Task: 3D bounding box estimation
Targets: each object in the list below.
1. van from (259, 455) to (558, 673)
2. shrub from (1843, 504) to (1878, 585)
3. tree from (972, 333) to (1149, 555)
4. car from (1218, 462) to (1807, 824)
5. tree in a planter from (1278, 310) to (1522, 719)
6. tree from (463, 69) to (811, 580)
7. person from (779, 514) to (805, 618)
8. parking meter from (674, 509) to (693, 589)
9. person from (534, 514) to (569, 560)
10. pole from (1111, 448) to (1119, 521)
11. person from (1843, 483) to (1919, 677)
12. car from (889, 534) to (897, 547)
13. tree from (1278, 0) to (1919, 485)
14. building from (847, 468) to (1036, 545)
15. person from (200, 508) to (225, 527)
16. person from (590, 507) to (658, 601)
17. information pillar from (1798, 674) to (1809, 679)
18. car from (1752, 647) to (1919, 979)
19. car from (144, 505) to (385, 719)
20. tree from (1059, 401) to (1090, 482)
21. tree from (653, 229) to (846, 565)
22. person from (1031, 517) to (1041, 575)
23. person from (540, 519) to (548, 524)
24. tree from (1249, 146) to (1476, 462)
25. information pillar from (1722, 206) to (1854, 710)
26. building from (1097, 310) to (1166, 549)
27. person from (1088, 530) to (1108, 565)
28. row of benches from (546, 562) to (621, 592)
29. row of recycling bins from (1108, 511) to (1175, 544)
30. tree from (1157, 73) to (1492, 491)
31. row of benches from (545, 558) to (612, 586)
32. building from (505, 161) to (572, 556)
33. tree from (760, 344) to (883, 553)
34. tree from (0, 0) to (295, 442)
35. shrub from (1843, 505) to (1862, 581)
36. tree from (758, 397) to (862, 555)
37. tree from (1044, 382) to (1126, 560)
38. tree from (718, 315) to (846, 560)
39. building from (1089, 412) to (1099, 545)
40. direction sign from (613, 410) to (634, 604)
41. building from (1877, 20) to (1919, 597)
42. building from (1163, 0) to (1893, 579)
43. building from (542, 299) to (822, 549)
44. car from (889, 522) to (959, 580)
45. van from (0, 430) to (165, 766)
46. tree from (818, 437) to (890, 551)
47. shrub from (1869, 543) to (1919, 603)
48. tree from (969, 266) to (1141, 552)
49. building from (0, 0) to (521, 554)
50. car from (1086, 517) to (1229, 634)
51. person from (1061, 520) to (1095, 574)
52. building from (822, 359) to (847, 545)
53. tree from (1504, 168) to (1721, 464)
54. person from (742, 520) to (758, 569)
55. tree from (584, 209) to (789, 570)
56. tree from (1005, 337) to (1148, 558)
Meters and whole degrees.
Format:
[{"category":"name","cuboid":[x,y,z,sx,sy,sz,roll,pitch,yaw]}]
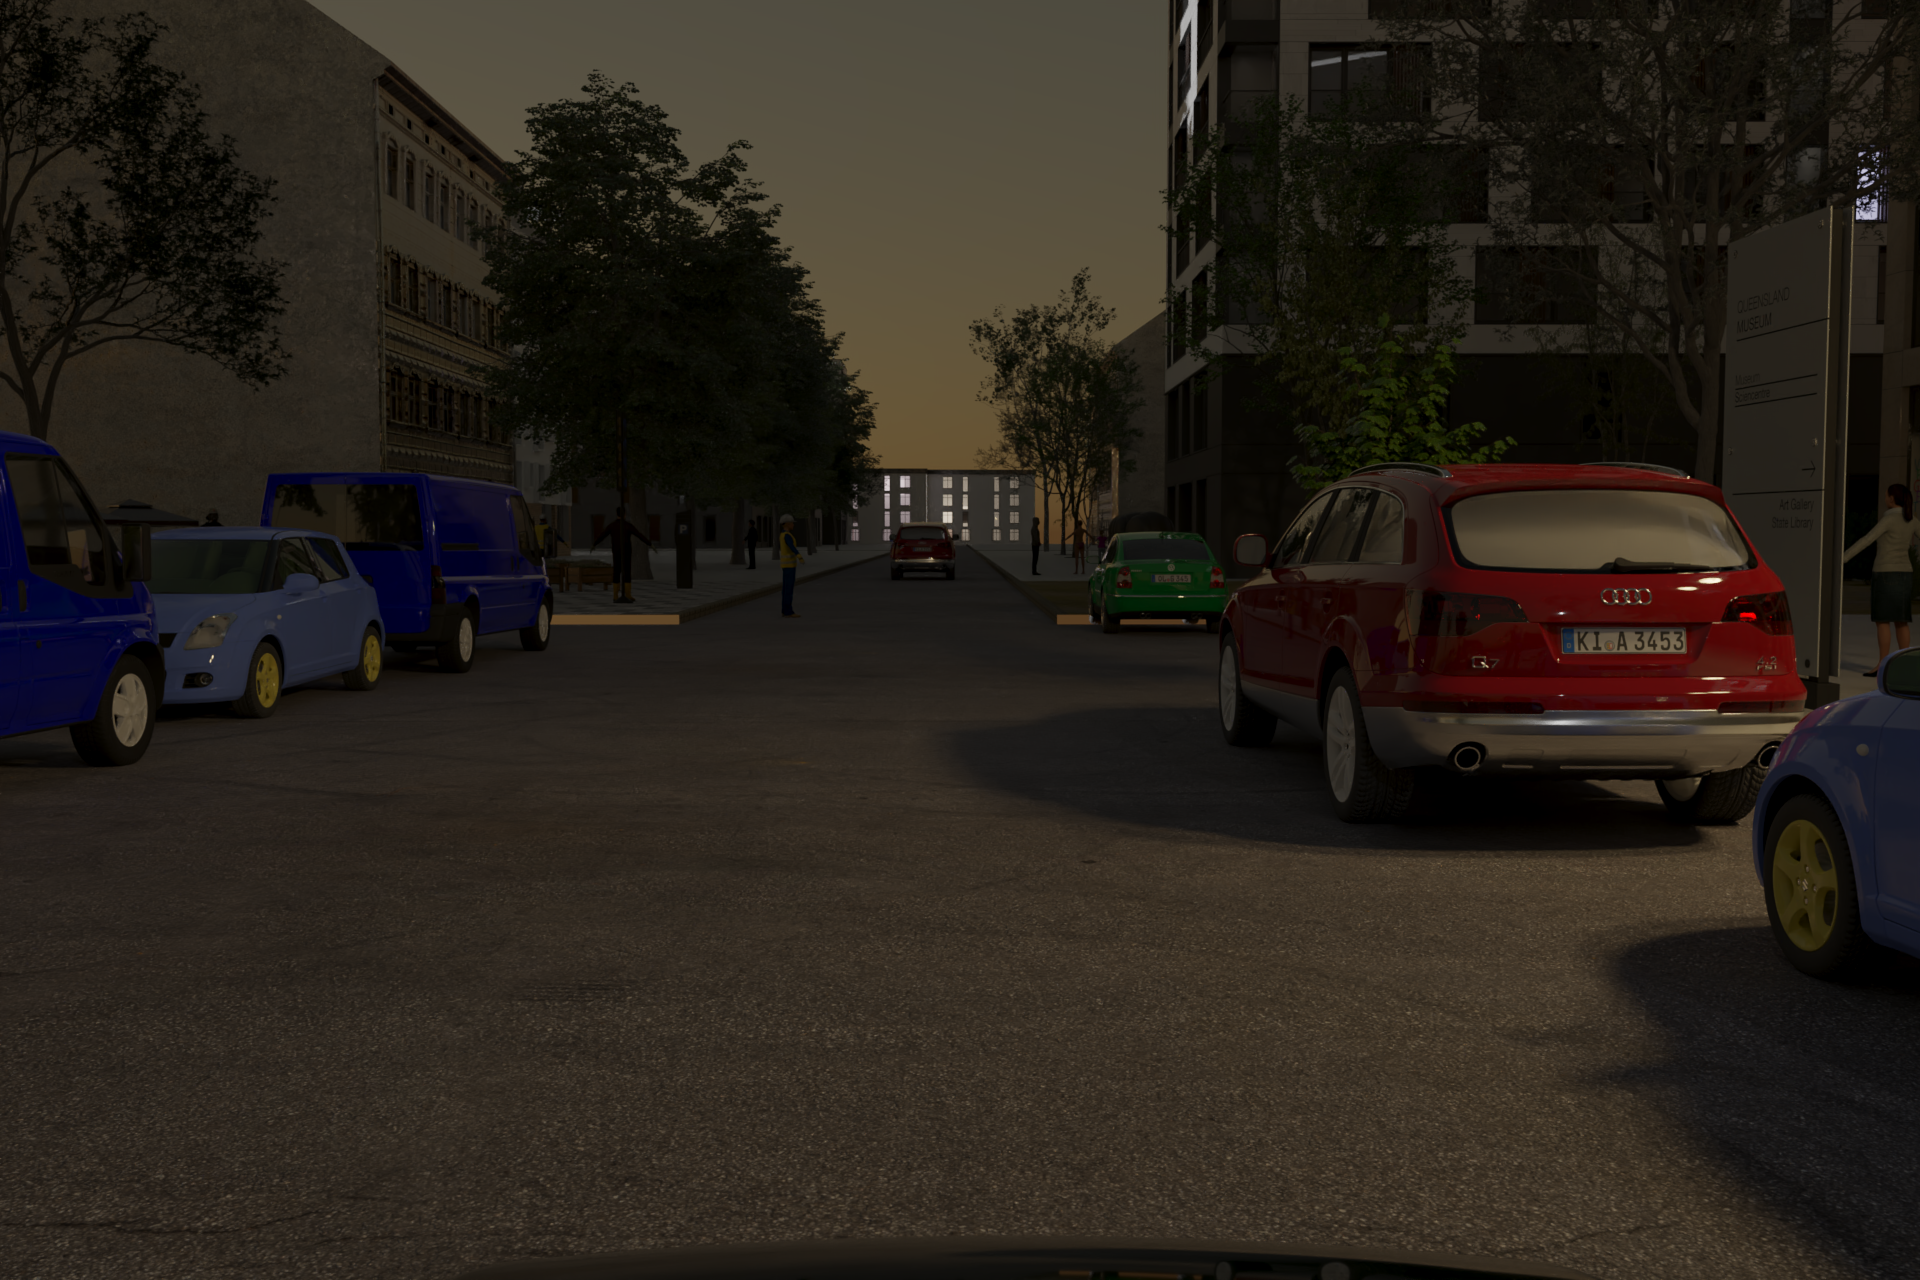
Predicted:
[{"category":"van","cuboid":[-6.012,-0.923,19.471,2.240,2.365,5.245,0,4,0]},{"category":"shrub","cuboid":[23.057,-2.389,43.476,1.690,2.028,1.600,0,3,0]},{"category":"tree","cuboid":[6.338,-11.889,104.747,12.009,13.543,11.850,0,3,0]},{"category":"car","cuboid":[2.852,-0.089,10.126,2.281,1.827,5.304,0,4,-1]},{"category":"tree in a planter","cuboid":[3.432,-1.016,13.838,1.991,3.239,1.994,0,4,0]},{"category":"tree","cuboid":[-8.983,-8.656,48.181,9.857,13.997,8.962,0,3,0]},{"category":"person","cuboid":[-2.879,-1.279,29.833,0.721,1.772,1.216,-1,4,-19]},{"category":"parking meter","cuboid":[-6.497,-2.141,40.714,0.399,1.863,0.255,0,4,0]},{"category":"person","cuboid":[-11.237,-2.496,46.778,1.349,1.833,0.705,1,4,10]},{"category":"pole","cuboid":[3.667,-2.885,41.014,0.158,3.312,0.155,0,3,0]},{"category":"person","cuboid":[8.319,-0.534,15.559,1.217,1.735,0.721,-1,4,-19]},{"category":"car","cuboid":[-3.399,-5.990,107.520,1.945,1.707,3.694,0,3,0]},{"category":"tree","cuboid":[9.244,-6.793,21.434,12.009,13.543,11.850,0,3,0]},{"category":"building","cuboid":[-4.296,-16.960,221.896,28.070,9.664,9.099,0,4,-2]},{"category":"person","cuboid":[-16.475,-1.986,38.247,1.354,1.856,0.705,-3,4,-37]},{"category":"person","cuboid":[-6.451,-1.648,33.084,1.346,1.812,0.704,1,4,8]},{"category":"information pillar","cuboid":[6.945,-0.615,14.545,0.304,2.012,0.304,0,3,0]},{"category":"car","cuboid":[3.568,0.311,4.505,1.945,1.707,3.694,0,4,-1]},{"category":"car","cuboid":[-6.208,-0.304,14.567,1.945,1.707,3.694,0,4,0]},{"category":"tree","cuboid":[18.768,-22.442,222.821,12.611,20.169,13.585,0,3,0]},{"category":"tree","cuboid":[-9.369,-10.162,72.810,9.857,13.997,8.962,0,3,0]},{"category":"person","cuboid":[2.389,-2.930,54.026,0.705,1.813,1.348,0,4,0]},{"category":"person","cuboid":[-13.344,-3.017,55.455,1.347,1.817,0.704,3,4,36]},{"category":"tree","cuboid":[7.323,-5.061,33.104,4.737,8.622,4.395,0,3,0]},{"category":"information pillar","cuboid":[6.297,-1.344,13.288,0.184,3.620,1.656,0,4,0]},{"category":"building","cuboid":[21.981,-19.500,149.756,19.493,23.208,18.063,0,4,0]},{"category":"person","cuboid":[5.241,-3.353,64.089,0.991,1.433,0.599,0,4,-3]},{"category":"row of benches","cuboid":[-9.400,-1.378,37.992,4.104,0.672,1.422,-3,5,-42]},{"category":"row of recycling bins","cuboid":[3.367,-1.574,32.845,1.069,1.692,3.534,0,4,-2]},{"category":"tree","cuboid":[8.394,-7.019,40.523,9.928,11.665,9.643,0,3,0]},{"category":"row of benches","cuboid":[-10.299,-1.775,44.480,4.104,0.672,1.422,3,5,44]},{"category":"building","cuboid":[-27.895,-14.241,89.262,16.016,20.090,11.380,0,3,0]},{"category":"tree","cuboid":[-9.970,-12.747,115.076,9.857,13.997,8.962,0,3,0]},{"category":"tree","cuboid":[-12.704,-5.463,23.739,7.601,10.594,8.767,1,4,21]},{"category":"shrub","cuboid":[24.196,-2.656,47.463,1.661,2.075,1.752,0,3,0]},{"category":"tree","cuboid":[-9.307,-10.362,103.839,7.601,10.594,8.767,2,4,25]},{"category":"tree","cuboid":[6.174,-8.160,83.782,4.360,8.622,3.978,0,3,0]},{"category":"tree","cuboid":[-9.390,-10.239,85.540,7.486,12.596,7.792,0,3,0]},{"category":"building","cuboid":[24.518,-22.248,194.686,19.493,23.208,18.063,0,3,0]},{"category":"direction sign","cuboid":[-6.253,-2.450,32.055,0.379,3.537,0.876,0,4,0]},{"category":"building","cuboid":[27.761,-13.042,16.444,19.351,26.588,34.151,0,4,0]},{"category":"building","cuboid":[21.406,-13.527,65.144,27.936,21.610,32.646,0,4,0]},{"category":"building","cuboid":[-28.598,-19.760,167.058,27.936,21.610,32.646,0,4,0]},{"category":"car","cuboid":[-1.162,-2.870,55.591,2.281,1.827,5.304,0,4,0]},{"category":"van","cuboid":[-6.050,-0.280,8.960,2.240,2.365,5.245,0,4,0]},{"category":"tree","cuboid":[-9.436,-12.048,131.398,8.767,10.594,7.601,-2,4,-24]},{"category":"shrub","cuboid":[17.299,-1.273,31.937,1.383,1.207,1.383,0,3,0]},{"category":"tree","cuboid":[6.634,-16.405,124.111,12.611,20.169,13.585,0,3,0]},{"category":"building","cuboid":[-28.085,-14.279,64.392,19.493,23.208,18.063,0,4,-1]},{"category":"car","cuboid":[2.936,-1.068,26.257,1.959,1.807,4.718,0,3,0]},{"category":"person","cuboid":[3.810,-2.985,55.611,1.217,1.733,0.721,-1,4,-23]},{"category":"building","cuboid":[-27.790,-21.768,199.888,27.936,21.610,32.646,0,4,-1]},{"category":"tree","cuboid":[12.954,-5.114,33.979,4.360,8.622,3.978,0,3,0]},{"category":"person","cuboid":[-7.599,-3.475,63.008,0.705,1.806,1.347,1,4,13]},{"category":"tree","cuboid":[-9.899,-8.768,61.490,7.486,12.596,7.792,0,3,0]},{"category":"tree","cuboid":[6.200,-10.195,92.441,9.928,11.665,9.643,0,3,0]}]
